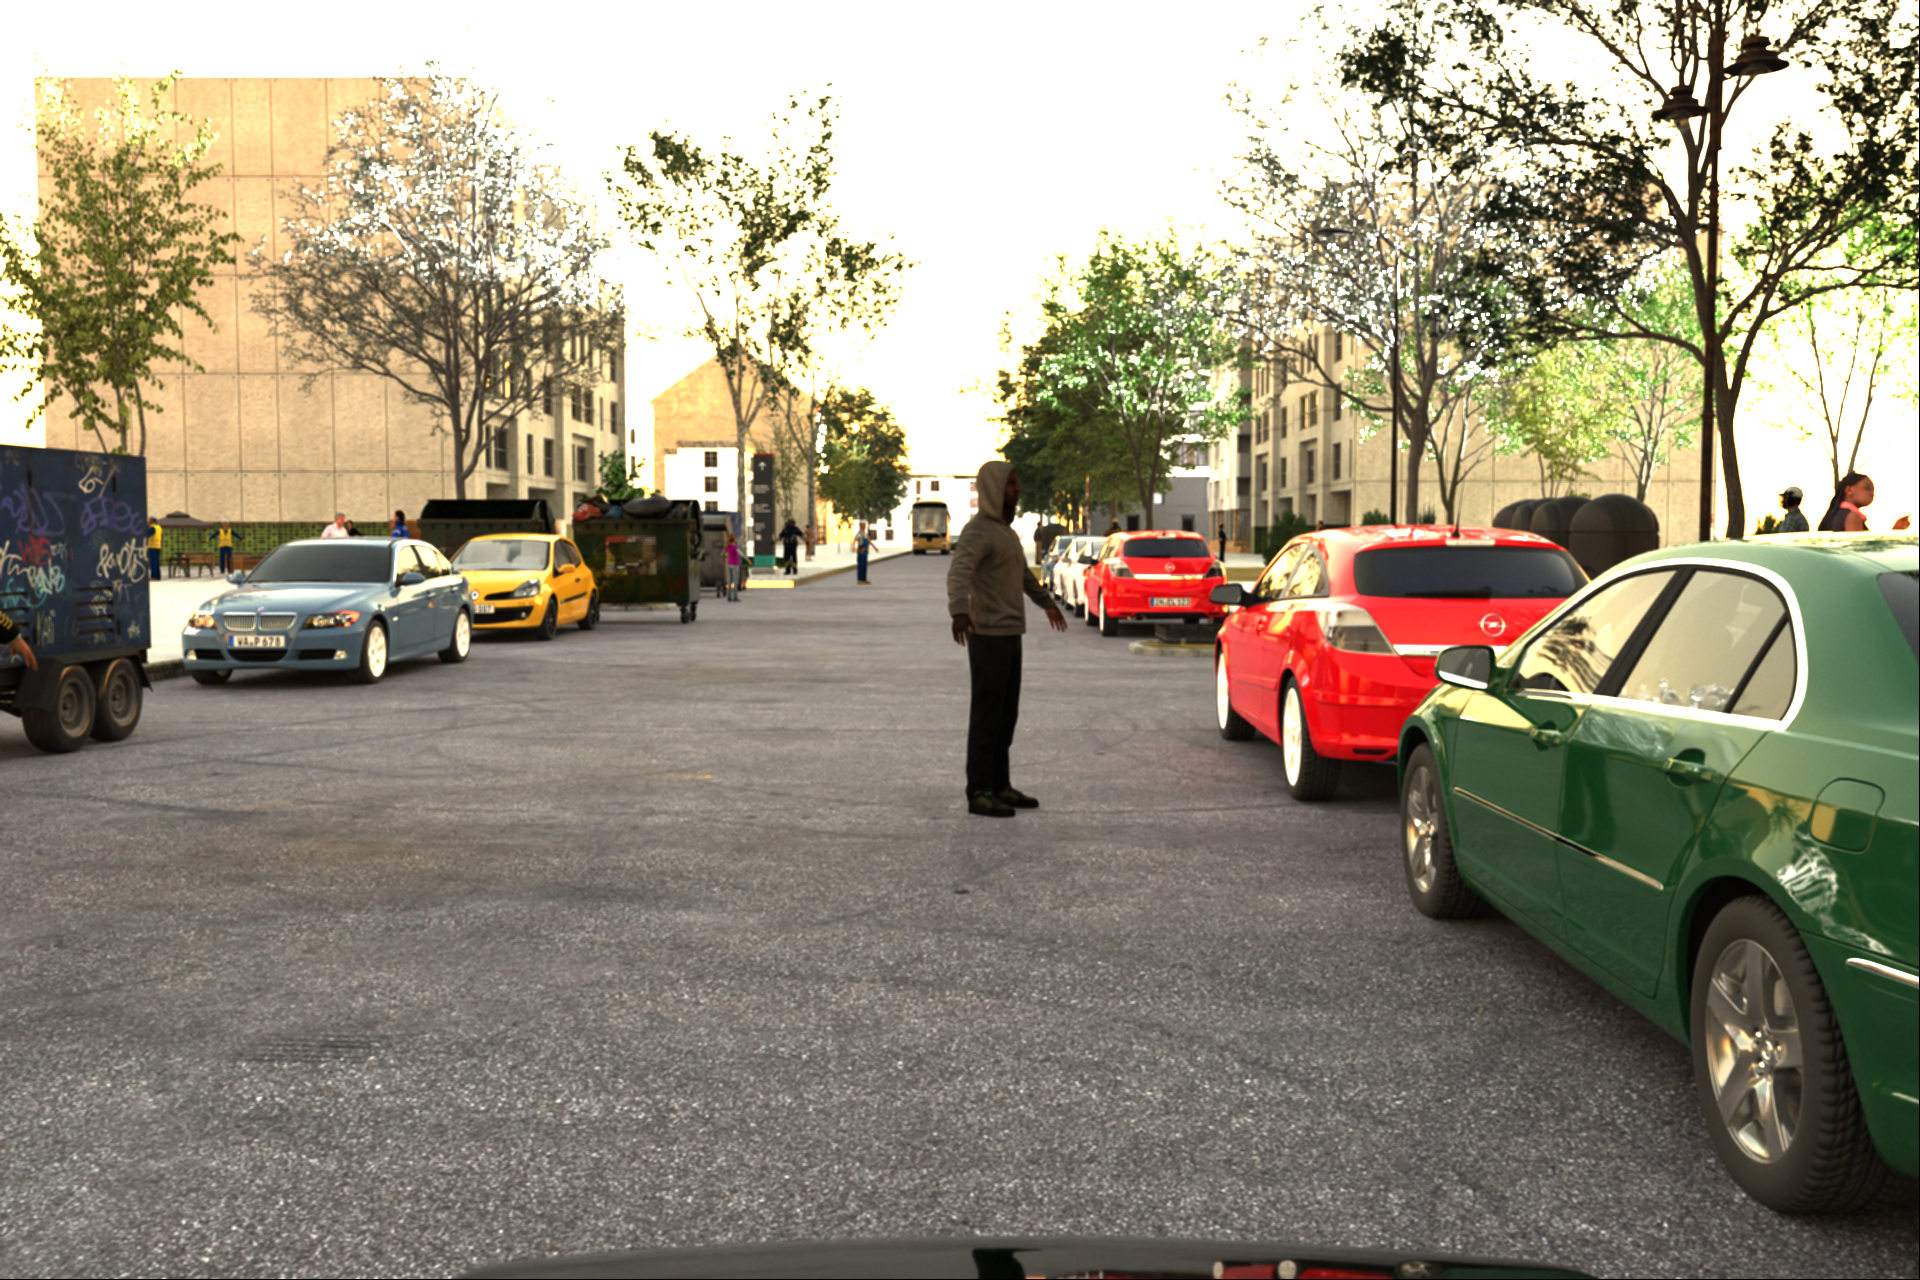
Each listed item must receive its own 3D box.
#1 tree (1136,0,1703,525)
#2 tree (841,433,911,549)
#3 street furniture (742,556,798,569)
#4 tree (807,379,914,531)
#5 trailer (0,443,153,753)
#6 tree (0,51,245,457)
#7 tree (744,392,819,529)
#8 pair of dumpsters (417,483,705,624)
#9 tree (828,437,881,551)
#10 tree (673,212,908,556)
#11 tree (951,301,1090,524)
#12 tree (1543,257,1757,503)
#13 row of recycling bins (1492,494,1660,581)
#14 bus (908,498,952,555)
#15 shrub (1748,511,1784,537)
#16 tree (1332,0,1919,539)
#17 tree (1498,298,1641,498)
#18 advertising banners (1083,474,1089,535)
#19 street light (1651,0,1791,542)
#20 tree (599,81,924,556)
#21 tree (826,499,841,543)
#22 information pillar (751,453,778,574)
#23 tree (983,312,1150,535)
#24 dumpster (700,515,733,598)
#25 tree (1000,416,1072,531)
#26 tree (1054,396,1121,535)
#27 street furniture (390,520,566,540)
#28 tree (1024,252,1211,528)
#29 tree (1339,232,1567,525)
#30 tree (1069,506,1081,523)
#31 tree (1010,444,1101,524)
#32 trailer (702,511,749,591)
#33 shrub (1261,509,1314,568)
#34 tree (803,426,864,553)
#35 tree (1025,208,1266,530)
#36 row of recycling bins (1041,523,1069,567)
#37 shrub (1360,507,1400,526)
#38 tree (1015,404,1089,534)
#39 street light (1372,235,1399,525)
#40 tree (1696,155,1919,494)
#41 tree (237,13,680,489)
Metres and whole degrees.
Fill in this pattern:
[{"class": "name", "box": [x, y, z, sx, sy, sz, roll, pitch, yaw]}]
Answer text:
[{"class": "tree", "box": [9.009, -7.571, 34.162, 12.009, 13.543, 11.850, 0, 3, 0]}, {"class": "tree", "box": [-7.819, -13.358, 152.811, 7.601, 10.594, 8.767, -1, 4, -16]}, {"class": "street furniture", "box": [-11.128, -3.080, 65.981, 5.734, 0.657, 10.072, -3, 5, -44]}, {"class": "tree", "box": [-7.950, -14.358, 141.416, 9.857, 13.997, 8.962, 0, 3, 0]}, {"class": "trailer", "box": [-6.516, -0.237, 10.926, 1.471, 1.999, 3.904, 0, 4, 1]}, {"class": "tree", "box": [-12.911, -4.640, 26.231, 4.737, 8.622, 4.395, 0, 3, 0]}, {"class": "tree", "box": [-8.679, -8.483, 89.063, 4.360, 8.622, 3.978, 0, 3, 0]}, {"class": "pair of dumpsters", "box": [-6.420, -1.410, 28.008, 4.436, 2.255, 1.574, 0, 4, 1]}, {"class": "tree", "box": [-8.225, -11.100, 131.853, 4.737, 8.622, 4.395, 0, 3, 0]}, {"class": "tree", "box": [-10.180, -15.102, 102.804, 12.611, 20.169, 13.585, 0, 3, 0]}, {"class": "tree", "box": [6.092, -17.454, 141.269, 12.611, 20.169, 13.585, 0, 3, 0]}, {"class": "tree", "box": [25.547, -8.486, 64.497, 9.928, 11.665, 9.643, 0, 3, 0]}, {"class": "row of recycling bins", "box": [6.706, -0.739, 19.193, 1.069, 1.692, 3.534, 0, 4, 1]}, {"class": "bus", "box": [-1.976, -8.035, 122.915, 2.896, 3.916, 12.252, 0, 4, 1]}, {"class": "shrub", "box": [25.976, -3.124, 55.503, 1.690, 2.028, 1.600, 0, 3, 0]}, {"class": "tree", "box": [8.827, -5.219, 19.751, 8.767, 10.594, 7.601, -1, 4, -15]}, {"class": "tree", "box": [17.705, -6.185, 51.495, 4.737, 8.622, 4.395, 0, 3, 0]}, {"class": "advertising banners", "box": [3.741, -3.381, 51.469, 0.090, 3.025, 2.074, 0, 4, 1]}, {"class": "street light", "box": [6.043, -2.517, 13.947, 0.468, 5.910, 1.993, 0, 4, 1]}, {"class": "tree", "box": [-7.721, -13.188, 71.518, 12.611, 20.169, 13.585, 0, 3, 0]}, {"class": "tree", "box": [-17.108, -17.775, 240.985, 4.360, 8.622, 3.978, 0, 3, 0]}, {"class": "information pillar", "box": [-6.312, -4.069, 55.908, 0.750, 3.857, 0.750, 0, 4, 3]}, {"class": "tree", "box": [6.440, -11.678, 97.594, 9.857, 13.997, 8.962, 0, 3, 0]}, {"class": "dumpster", "box": [-6.109, -1.896, 39.214, 1.865, 1.857, 1.264, 0, 4, 1]}, {"class": "tree", "box": [6.823, -14.373, 153.132, 7.486, 12.596, 7.792, 0, 3, 0]}, {"class": "tree", "box": [6.469, -8.410, 87.861, 4.360, 8.622, 3.978, 0, 3, 0]}, {"class": "street furniture", "box": [-13.868, -2.923, 54.638, 9.812, 1.723, 11.010, 0, 4, 5]}, {"class": "tree", "box": [6.290, -9.323, 70.559, 7.486, 12.596, 7.792, 0, 3, 0]}, {"class": "tree", "box": [16.966, -8.213, 60.043, 9.928, 11.665, 9.643, 0, 3, 0]}, {"class": "tree", "box": [15.970, -17.843, 242.097, 4.737, 8.622, 4.395, 0, 3, 0]}, {"class": "tree", "box": [7.191, -11.660, 125.061, 8.767, 10.594, 7.601, -1, 4, -20]}, {"class": "trailer", "box": [-6.189, -2.207, 43.127, 1.471, 1.999, 3.904, 0, 4, 1]}, {"class": "shrub", "box": [9.604, -2.838, 50.442, 1.661, 2.075, 1.752, 0, 3, 0]}, {"class": "tree", "box": [-8.364, -10.225, 117.537, 4.737, 8.622, 4.395, 0, 3, 0]}, {"class": "tree", "box": [6.111, -8.011, 56.730, 9.928, 11.665, 9.643, 0, 3, 0]}, {"class": "row of recycling bins", "box": [3.569, -3.588, 65.769, 1.069, 1.692, 3.534, 0, 4, 1]}, {"class": "shrub", "box": [11.523, -2.679, 48.215, 1.690, 2.028, 1.600, 0, 3, 0]}, {"class": "tree", "box": [7.230, -11.462, 113.152, 9.928, 11.665, 9.643, 0, 3, 0]}, {"class": "street light", "box": [7.170, -3.293, 26.381, 1.470, 5.913, 1.316, 0, 4, 1]}, {"class": "tree", "box": [24.479, -7.466, 47.821, 9.928, 11.665, 9.643, 0, 3, 0]}, {"class": "tree", "box": [-11.692, -7.969, 40.663, 12.009, 13.543, 11.850, 0, 3, 0]}]
